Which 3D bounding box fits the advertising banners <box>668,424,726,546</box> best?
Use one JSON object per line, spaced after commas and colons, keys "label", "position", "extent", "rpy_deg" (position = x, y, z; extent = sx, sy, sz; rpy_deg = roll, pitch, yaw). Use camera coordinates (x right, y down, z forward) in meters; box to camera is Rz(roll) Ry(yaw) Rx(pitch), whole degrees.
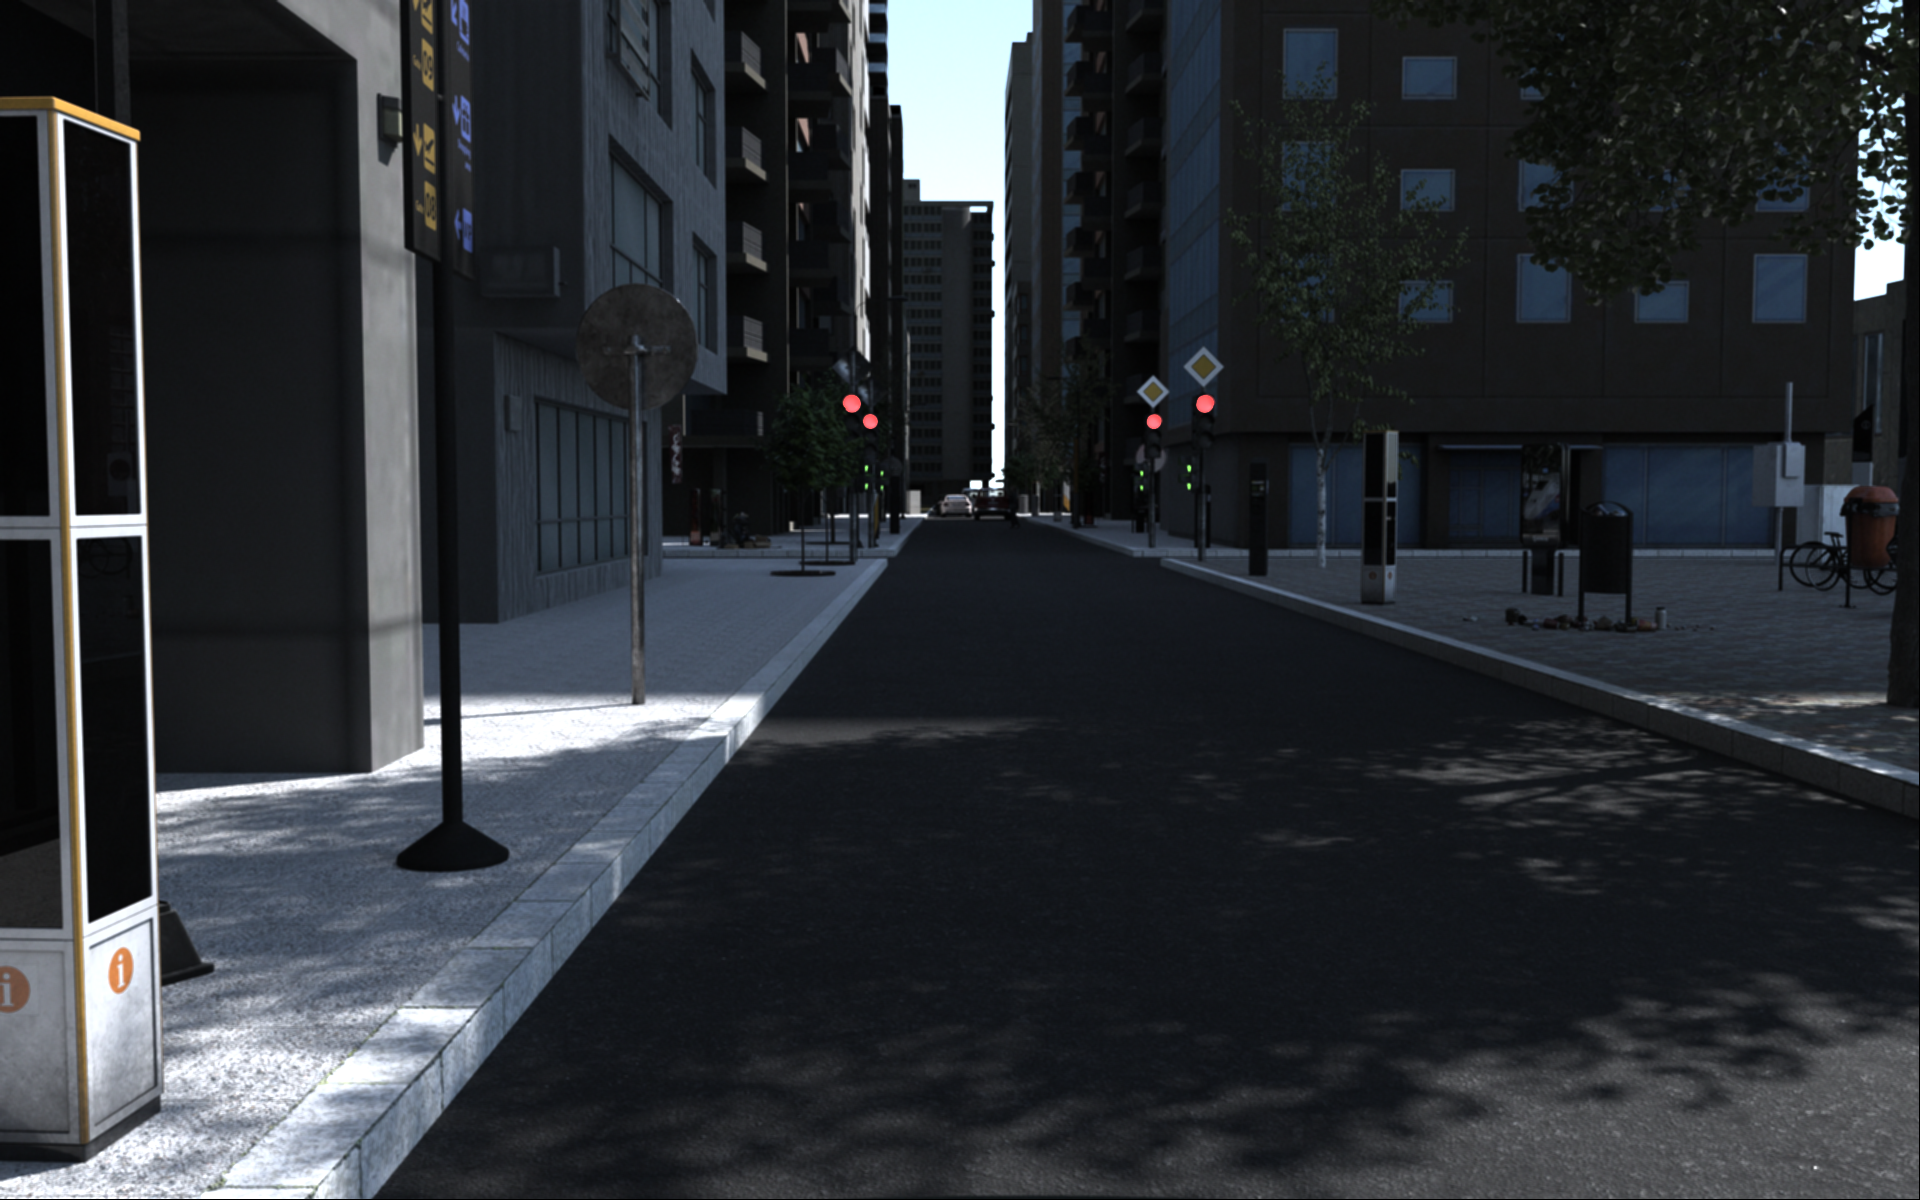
{"label": "advertising banners", "position": [-6.520, -2.851, 42.809], "extent": [2.074, 3.025, 0.090], "rpy_deg": [3, 5, 40]}

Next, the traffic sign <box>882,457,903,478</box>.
{"label": "traffic sign", "position": [-2.347, -3.639, 59.601], "extent": [0.768, 2.556, 0.104], "rpy_deg": [0, 4, 0]}

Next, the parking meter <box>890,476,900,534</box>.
{"label": "parking meter", "position": [-2.110, -3.070, 55.902], "extent": [0.255, 1.863, 0.399], "rpy_deg": [-1, 4, -14]}

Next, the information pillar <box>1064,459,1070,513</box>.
{"label": "information pillar", "position": [7.066, -7.545, 114.707], "extent": [0.183, 3.616, 0.504], "rpy_deg": [-3, 5, -41]}

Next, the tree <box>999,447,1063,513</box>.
{"label": "tree", "position": [4.479, -8.573, 123.881], "extent": [4.285, 4.588, 4.351], "rpy_deg": [0, 3, 0]}

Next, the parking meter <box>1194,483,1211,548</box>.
{"label": "parking meter", "position": [5.754, -1.999, 41.092], "extent": [0.372, 1.533, 0.369], "rpy_deg": [0, 3, 0]}

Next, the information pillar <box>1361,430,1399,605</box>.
{"label": "information pillar", "position": [4.874, -0.956, 20.123], "extent": [0.304, 2.012, 0.304], "rpy_deg": [3, 5, 41]}

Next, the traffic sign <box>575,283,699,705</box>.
{"label": "traffic sign", "position": [-1.964, -0.636, 10.501], "extent": [0.768, 2.556, 0.104], "rpy_deg": [0, 4, 7]}

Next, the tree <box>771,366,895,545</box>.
{"label": "tree", "position": [-3.229, -3.727, 44.658], "extent": [4.285, 4.588, 4.351], "rpy_deg": [0, 3, 0]}

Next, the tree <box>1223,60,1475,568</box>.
{"label": "tree", "position": [6.352, -4.858, 29.785], "extent": [4.737, 8.622, 4.395], "rpy_deg": [0, 3, 0]}

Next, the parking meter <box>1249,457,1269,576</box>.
{"label": "parking meter", "position": [4.697, -1.315, 27.213], "extent": [0.255, 1.863, 0.399], "rpy_deg": [1, 4, 17]}

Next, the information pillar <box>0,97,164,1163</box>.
{"label": "information pillar", "position": [-1.812, 0.066, 3.410], "extent": [0.304, 2.012, 0.304], "rpy_deg": [0, 4, 3]}

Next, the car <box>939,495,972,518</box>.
{"label": "car", "position": [-0.255, -5.790, 107.033], "extent": [2.083, 1.381, 4.827], "rpy_deg": [0, 4, -2]}

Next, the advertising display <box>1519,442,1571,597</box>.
{"label": "advertising display", "position": [7.431, -1.029, 22.045], "extent": [0.123, 1.923, 0.974], "rpy_deg": [-1, 4, -12]}

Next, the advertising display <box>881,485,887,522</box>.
{"label": "advertising display", "position": [-3.506, -4.553, 79.649], "extent": [0.123, 1.923, 0.974], "rpy_deg": [-1, 4, -11]}

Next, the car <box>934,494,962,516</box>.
{"label": "car", "position": [-0.696, -6.344, 113.505], "extent": [2.009, 1.686, 4.222], "rpy_deg": [0, 4, 0]}

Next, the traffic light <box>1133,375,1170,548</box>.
{"label": "traffic light", "position": [4.532, -3.182, 40.950], "extent": [0.839, 4.253, 0.868], "rpy_deg": [0, 4, 0]}

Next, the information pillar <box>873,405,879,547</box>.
{"label": "information pillar", "position": [-2.079, -3.094, 41.946], "extent": [0.183, 3.616, 0.504], "rpy_deg": [1, 4, 11]}

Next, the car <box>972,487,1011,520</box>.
{"label": "car", "position": [1.800, -5.353, 96.199], "extent": [2.281, 1.827, 5.304], "rpy_deg": [0, 4, 0]}

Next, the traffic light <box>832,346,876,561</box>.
{"label": "traffic light", "position": [-2.015, -2.690, 32.896], "extent": [0.839, 4.253, 0.868], "rpy_deg": [0, 4, 0]}

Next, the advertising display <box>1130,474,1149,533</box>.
{"label": "advertising display", "position": [5.965, -3.187, 57.315], "extent": [0.123, 1.923, 0.974], "rpy_deg": [3, 5, 40]}

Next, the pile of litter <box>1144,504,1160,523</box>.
{"label": "pile of litter", "position": [8.791, -3.924, 78.127], "extent": [1.719, 0.858, 1.176], "rpy_deg": [2, 4, 35]}

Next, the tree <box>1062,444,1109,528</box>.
{"label": "tree", "position": [4.798, -4.394, 66.451], "extent": [1.663, 3.219, 1.824], "rpy_deg": [0, 3, 0]}

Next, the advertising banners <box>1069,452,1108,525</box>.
{"label": "advertising banners", "position": [5.365, -4.644, 72.118], "extent": [2.074, 3.025, 0.090], "rpy_deg": [3, 5, 44]}

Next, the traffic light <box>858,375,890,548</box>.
{"label": "traffic light", "position": [-2.079, -3.178, 40.881], "extent": [0.839, 4.253, 0.868], "rpy_deg": [0, 4, 0]}

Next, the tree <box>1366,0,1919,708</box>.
{"label": "tree", "position": [5.460, -5.635, 10.258], "extent": [7.486, 12.596, 7.792], "rpy_deg": [0, 3, 0]}

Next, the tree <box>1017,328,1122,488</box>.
{"label": "tree", "position": [4.902, -7.691, 76.113], "extent": [4.737, 8.622, 4.395], "rpy_deg": [0, 3, 0]}

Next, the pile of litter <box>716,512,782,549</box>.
{"label": "pile of litter", "position": [-4.972, -1.641, 40.802], "extent": [1.719, 0.858, 1.176], "rpy_deg": [-2, 4, -24]}

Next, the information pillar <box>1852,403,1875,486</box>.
{"label": "information pillar", "position": [23.388, -3.274, 44.887], "extent": [0.183, 3.616, 0.504], "rpy_deg": [-3, 4, -36]}

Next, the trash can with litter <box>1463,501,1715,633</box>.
{"label": "trash can with litter", "position": [5.978, -0.352, 16.816], "extent": [1.678, 1.210, 2.233], "rpy_deg": [-3, 4, -37]}

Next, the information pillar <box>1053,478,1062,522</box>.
{"label": "information pillar", "position": [4.552, -4.663, 80.728], "extent": [0.304, 2.012, 0.304], "rpy_deg": [-1, 4, -20]}

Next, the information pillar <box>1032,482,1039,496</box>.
{"label": "information pillar", "position": [4.577, -6.147, 104.988], "extent": [0.304, 2.012, 0.304], "rpy_deg": [2, 4, 28]}

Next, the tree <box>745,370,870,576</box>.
{"label": "tree", "position": [-2.444, -1.996, 27.229], "extent": [1.663, 3.219, 1.824], "rpy_deg": [0, 3, 0]}

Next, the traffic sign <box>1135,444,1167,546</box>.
{"label": "traffic sign", "position": [4.655, -2.583, 42.340], "extent": [0.768, 2.556, 0.104], "rpy_deg": [0, 4, 1]}

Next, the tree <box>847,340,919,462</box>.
{"label": "tree", "position": [-4.029, -8.145, 83.531], "extent": [4.360, 8.622, 3.978], "rpy_deg": [0, 3, 0]}

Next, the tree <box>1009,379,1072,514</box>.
{"label": "tree", "position": [5.285, -9.853, 111.460], "extent": [4.360, 8.622, 3.978], "rpy_deg": [0, 3, 0]}

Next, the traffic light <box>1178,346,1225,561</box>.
{"label": "traffic light", "position": [4.596, -2.694, 32.966], "extent": [0.839, 4.253, 0.868], "rpy_deg": [0, 4, 0]}
